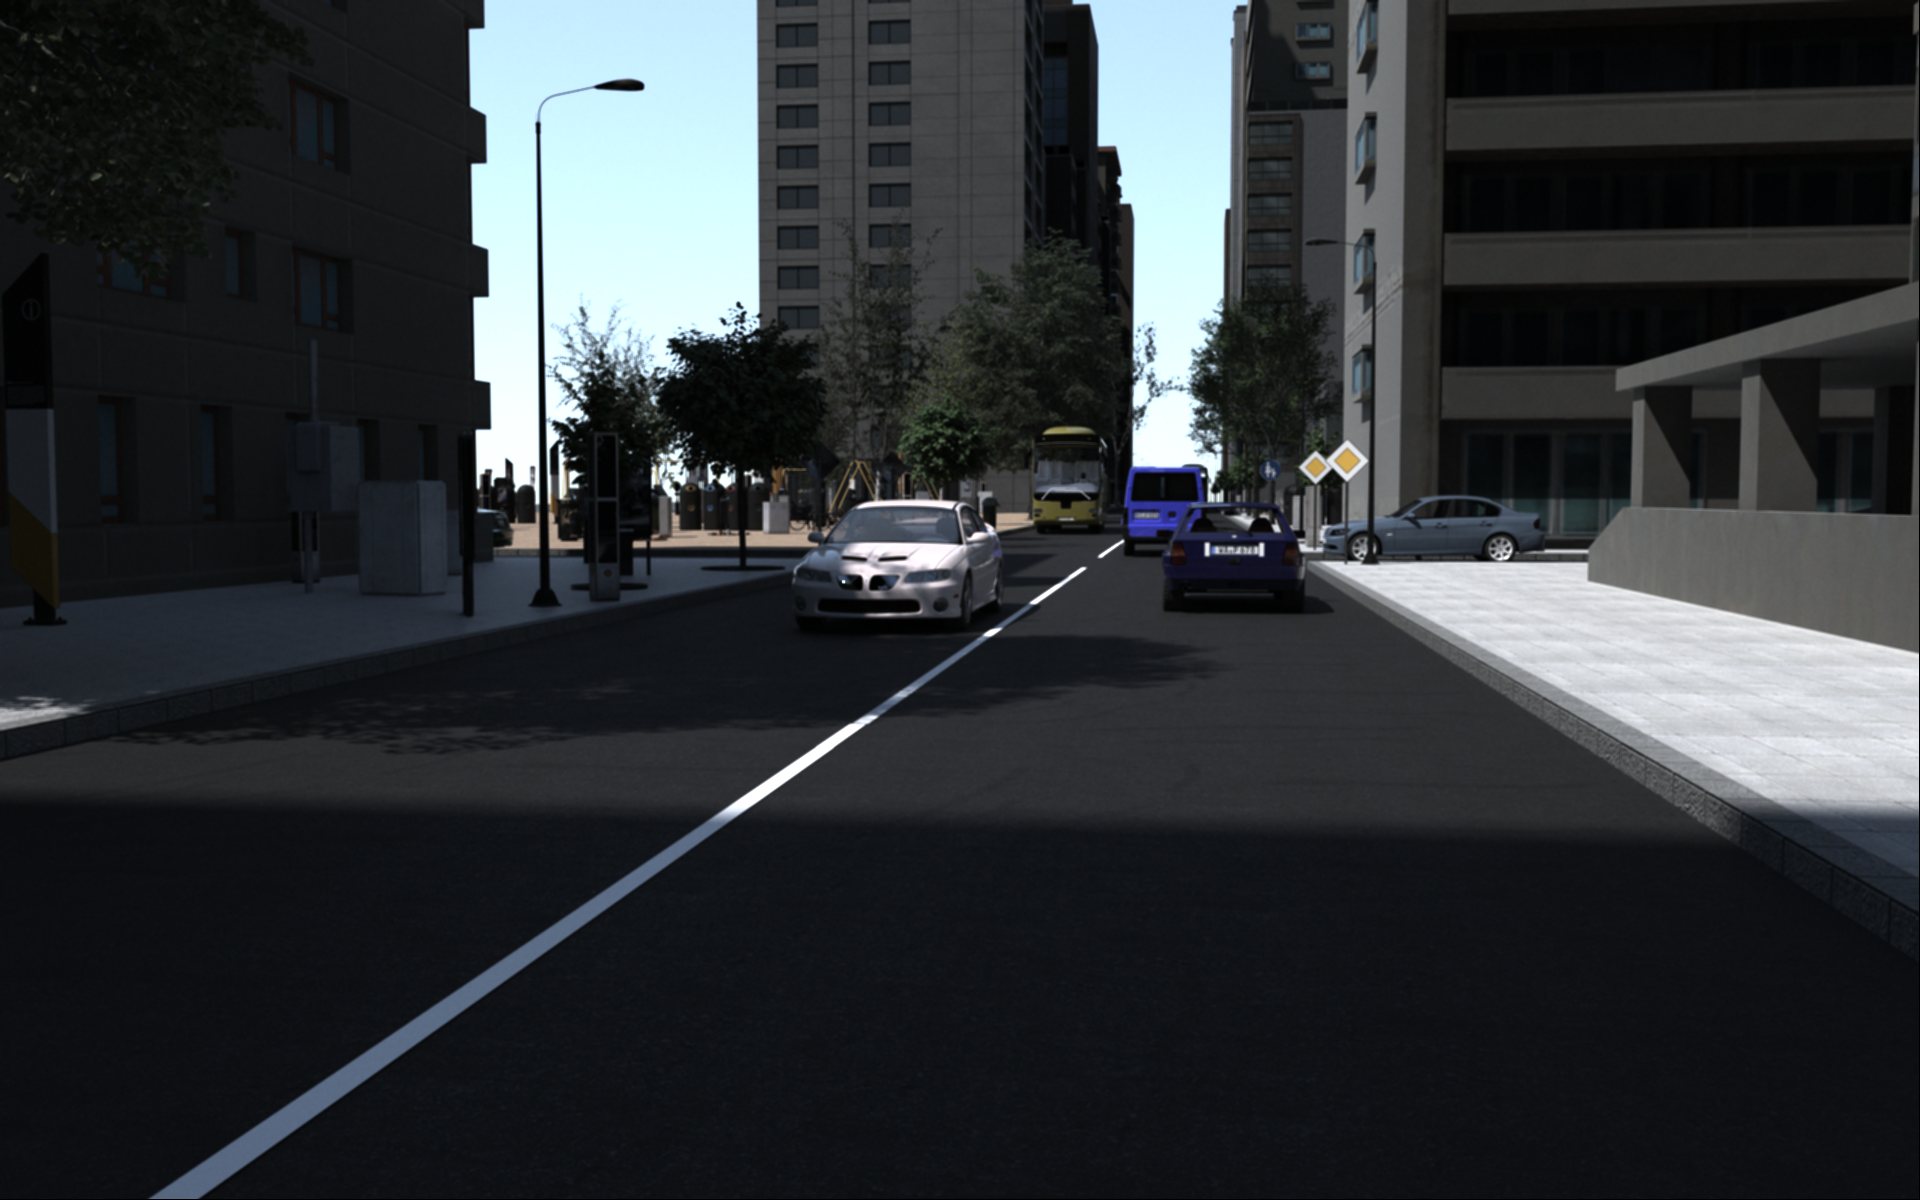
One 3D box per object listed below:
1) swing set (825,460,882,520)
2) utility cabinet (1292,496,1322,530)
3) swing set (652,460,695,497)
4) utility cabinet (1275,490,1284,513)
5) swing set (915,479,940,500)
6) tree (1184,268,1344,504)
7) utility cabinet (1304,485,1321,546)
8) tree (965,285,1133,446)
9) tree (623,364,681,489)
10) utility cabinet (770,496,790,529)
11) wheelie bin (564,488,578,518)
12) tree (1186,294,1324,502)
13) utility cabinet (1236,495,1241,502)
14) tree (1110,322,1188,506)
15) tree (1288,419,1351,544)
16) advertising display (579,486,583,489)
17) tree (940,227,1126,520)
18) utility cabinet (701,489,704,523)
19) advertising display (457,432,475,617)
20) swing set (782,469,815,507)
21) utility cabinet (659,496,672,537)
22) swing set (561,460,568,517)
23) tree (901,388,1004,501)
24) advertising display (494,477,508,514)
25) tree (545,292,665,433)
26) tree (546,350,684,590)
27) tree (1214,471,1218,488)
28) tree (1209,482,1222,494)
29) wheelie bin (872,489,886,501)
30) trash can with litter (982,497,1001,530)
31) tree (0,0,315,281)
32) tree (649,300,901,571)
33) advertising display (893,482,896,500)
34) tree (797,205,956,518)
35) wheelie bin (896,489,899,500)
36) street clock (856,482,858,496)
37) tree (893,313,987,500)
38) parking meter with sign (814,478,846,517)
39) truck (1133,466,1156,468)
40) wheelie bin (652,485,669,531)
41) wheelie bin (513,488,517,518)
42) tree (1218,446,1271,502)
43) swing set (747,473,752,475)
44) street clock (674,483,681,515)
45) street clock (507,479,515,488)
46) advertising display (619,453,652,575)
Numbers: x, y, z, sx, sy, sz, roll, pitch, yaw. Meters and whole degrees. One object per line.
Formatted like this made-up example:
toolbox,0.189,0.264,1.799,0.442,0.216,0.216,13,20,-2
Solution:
swing set,-4.777,-5.151,81.846,2.862,2.851,3.119,0,4,4
utility cabinet,12.575,-3.154,62.734,1.020,1.237,0.306,2,4,27
swing set,-12.611,-5.091,80.863,3.119,2.851,2.862,-1,4,-12
utility cabinet,19.405,-5.815,103.759,1.173,1.500,0.318,2,4,28
swing set,-2.477,-7.036,112.663,2.862,2.851,3.119,-1,4,-9
tree,12.882,-8.438,72.374,8.767,10.594,7.601,3,5,45
utility cabinet,8.629,-2.066,42.465,0.318,1.500,1.173,0,4,8
tree,4.844,-11.448,97.545,12.009,13.543,11.850,0,3,0
tree,-16.920,-8.977,97.136,4.737,8.622,4.395,0,3,0
utility cabinet,-6.847,-3.252,64.327,1.020,1.237,0.306,0,4,5
wheelie bin,-20.207,-5.041,90.324,0.980,1.594,0.693,3,5,39
tree,15.404,-10.087,90.672,9.928,11.665,9.643,0,3,0
utility cabinet,16.370,-5.547,101.855,0.306,1.237,1.020,1,4,12
tree,18.485,-20.413,189.649,12.611,20.169,13.585,0,3,0
tree,9.283,-3.070,44.795,1.663,3.219,1.824,0,3,0
advertising display,-18.552,-4.952,86.185,0.974,1.923,0.123,2,4,29
tree,3.684,-10.891,84.720,9.857,13.997,8.962,0,3,0
utility cabinet,-11.170,-4.129,76.193,1.173,1.500,0.318,-3,4,-39
advertising display,-5.262,-0.811,18.467,0.123,1.923,0.974,-1,4,-18
swing set,-9.576,-6.793,108.681,3.119,2.851,2.862,1,4,12
utility cabinet,-8.728,-2.461,51.397,0.306,1.237,1.020,0,4,-4
swing set,-16.692,-5.041,80.042,3.119,2.851,2.862,0,4,-6
tree,-0.455,-4.275,53.609,4.285,4.588,4.351,0,3,0
advertising display,-17.796,-3.787,67.127,0.123,1.923,0.974,1,4,9
tree,-13.292,-6.967,64.267,4.360,8.622,3.978,0,3,0
tree,-4.878,-1.768,23.501,1.663,3.219,1.824,0,3,0
tree,30.575,-13.076,197.499,4.285,4.588,4.351,0,3,0
tree,35.662,-15.182,242.828,1.663,3.219,1.824,0,3,0
wheelie bin,-5.417,-6.659,116.777,0.980,1.594,0.693,-3,4,-36
trash can with litter,1.049,-3.043,61.138,0.624,1.170,1.055,1,4,11
tree,-6.381,-5.654,10.567,7.486,12.596,7.792,0,3,0
tree,-3.703,-2.804,29.557,4.285,4.588,4.351,0,3,0
advertising display,-3.043,-4.581,80.107,0.123,1.923,0.974,0,4,1
tree,-2.126,-5.780,44.857,4.360,8.622,3.978,0,3,0
wheelie bin,-3.500,-5.869,103.859,0.980,1.594,0.693,0,4,-7
street clock,-6.270,-6.087,104.095,0.358,2.002,0.471,-1,4,-9
tree,-0.809,-7.373,70.909,4.737,8.622,4.395,0,3,0
parking meter with sign,-7.147,-6.060,95.336,1.738,3.016,0.543,0,4,-6
truck,18.502,-11.229,173.357,2.967,4.110,18.799,0,4,6
wheelie bin,-10.271,-3.111,58.770,0.693,1.594,0.980,1,4,12
wheelie bin,-23.919,-5.123,91.671,0.980,1.594,0.693,-3,5,-44
tree,20.001,-8.252,118.639,4.285,4.588,4.351,0,3,0
swing set,-12.344,-6.364,101.677,2.862,2.851,3.119,0,4,-2
street clock,-17.374,-6.227,106.381,0.471,2.002,0.358,-3,5,-42
street clock,-21.401,-4.766,82.498,0.358,2.002,0.471,0,4,-2
advertising display,-5.349,-1.351,27.297,0.974,1.923,0.123,-1,4,-15
